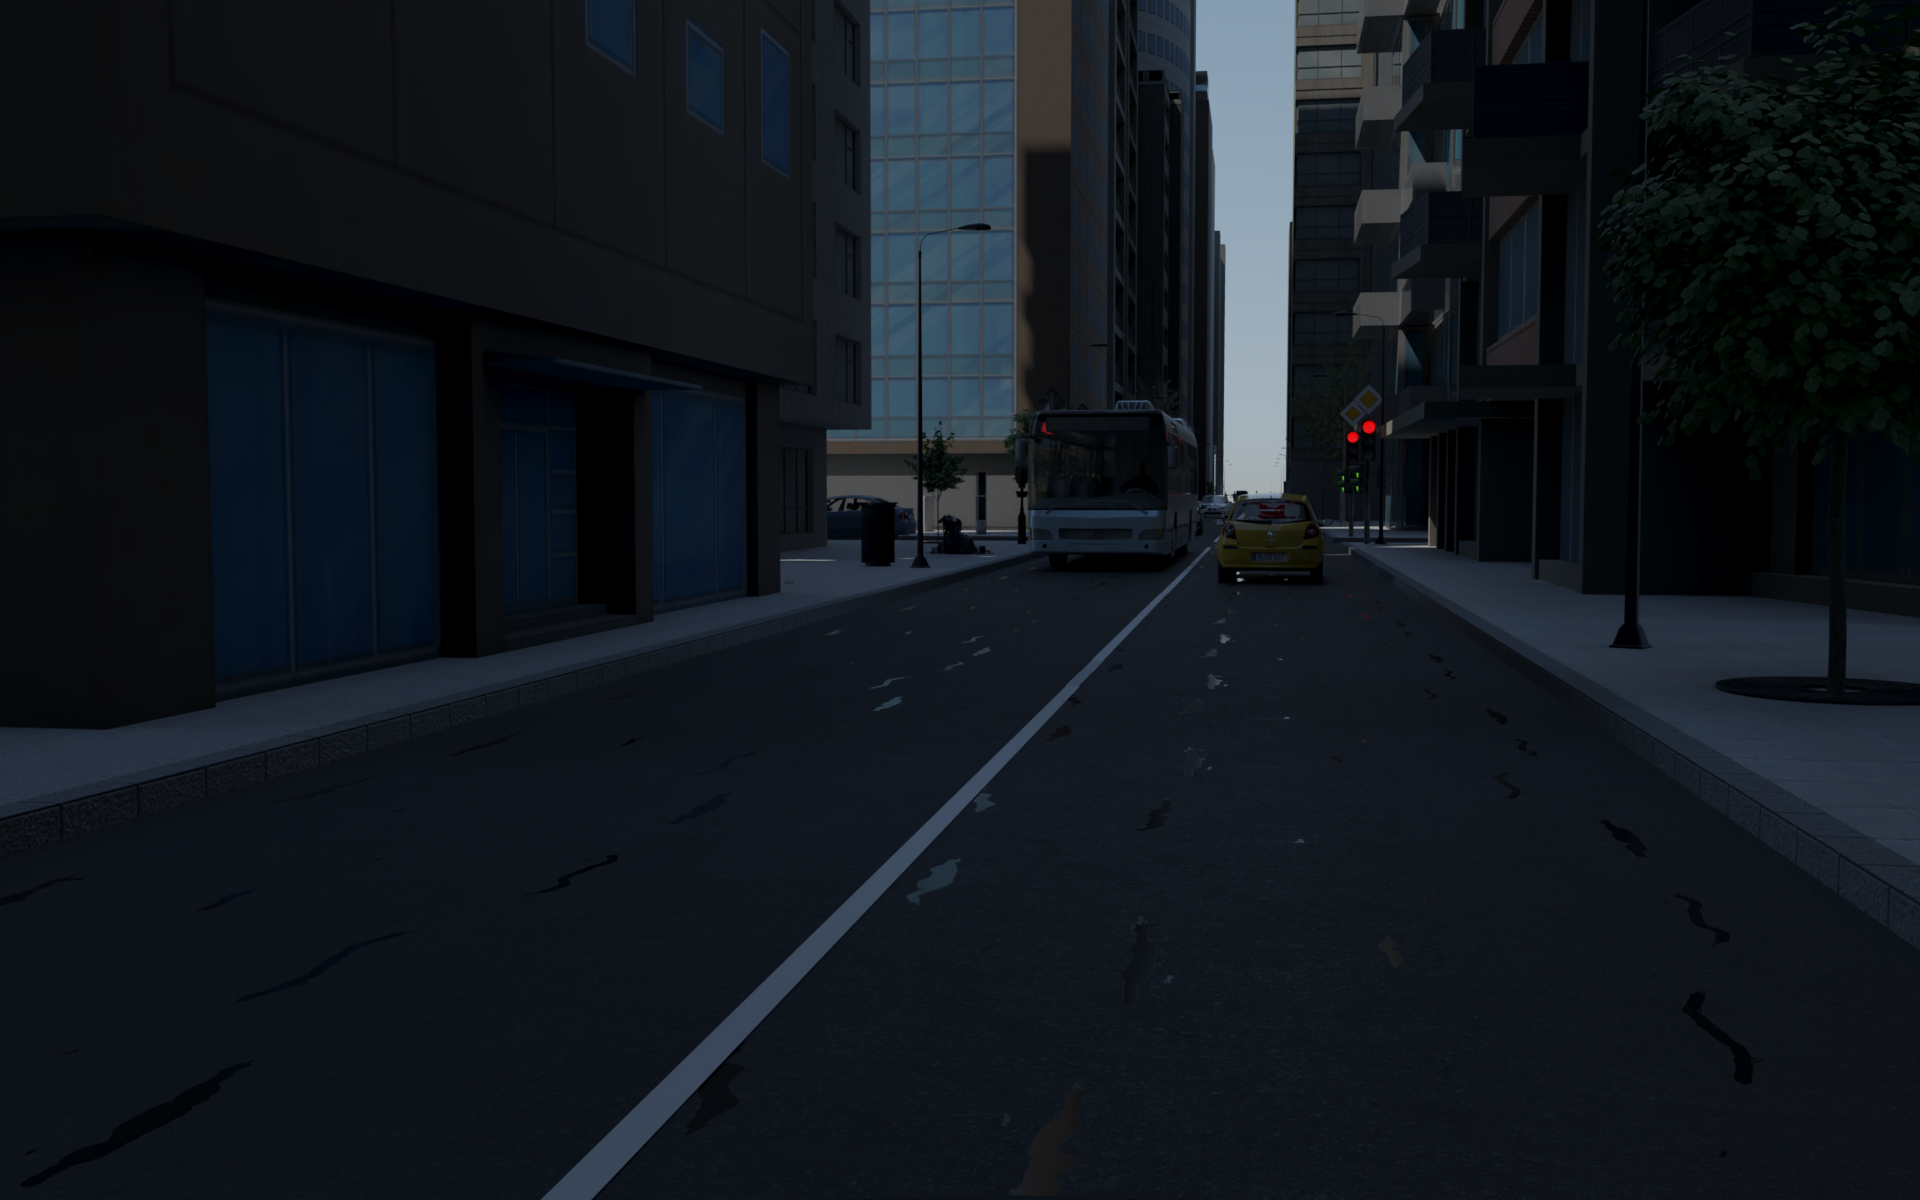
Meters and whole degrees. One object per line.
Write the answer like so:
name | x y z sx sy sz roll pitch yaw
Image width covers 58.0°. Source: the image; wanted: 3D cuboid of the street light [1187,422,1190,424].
street light | 14.114 -8.515 111.763 1.470 5.913 1.316 1 4 10

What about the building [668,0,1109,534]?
building | -1.799 -25.472 66.577 14.600 45.320 14.200 1 4 10

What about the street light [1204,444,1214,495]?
street light | 22.395 -11.430 159.423 1.470 5.913 1.316 1 4 10

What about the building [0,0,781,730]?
building | -9.944 -22.363 15.750 14.600 45.320 14.200 1 4 10

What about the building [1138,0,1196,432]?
building | 8.205 -36.724 142.435 21.231 58.520 28.212 1 4 10

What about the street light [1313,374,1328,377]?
street light | 14.351 -5.784 67.116 1.470 5.913 1.316 1 4 10

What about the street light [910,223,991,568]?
street light | -0.160 -3.509 29.920 1.470 5.913 1.316 1 4 10

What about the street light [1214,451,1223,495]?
street light | 27.589 -13.213 188.576 1.470 5.913 1.316 1 4 10

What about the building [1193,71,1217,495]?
building | 24.659 -56.688 239.518 22.319 86.520 31.000 1 4 10

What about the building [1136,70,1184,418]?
building | 8.005 -21.277 119.577 14.160 30.474 14.107 1 4 10

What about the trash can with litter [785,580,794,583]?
trash can with litter | -3.496 -0.827 24.582 2.233 1.210 1.678 0 4 0

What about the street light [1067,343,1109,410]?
street light | 3.870 -4.948 53.442 1.470 5.913 1.316 1 4 10

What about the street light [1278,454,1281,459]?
street light | 32.683 -12.236 172.595 1.470 5.913 1.316 1 4 10

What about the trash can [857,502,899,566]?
trash can | -1.464 -1.177 30.890 0.748 1.137 0.748 0 3 0

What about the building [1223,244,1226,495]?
building | 35.030 -36.272 276.642 14.154 41.232 14.086 1 4 10

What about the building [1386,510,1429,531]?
building | 29.576 -26.968 60.530 30.456 49.044 23.786 1 4 10

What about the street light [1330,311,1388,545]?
street light | 10.206 -4.377 44.105 1.470 5.913 1.316 1 4 10

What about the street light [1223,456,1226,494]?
street light | 31.371 -14.570 210.767 1.470 5.913 1.316 1 4 10

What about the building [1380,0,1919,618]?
building | 18.846 -22.792 27.282 22.147 44.769 28.867 1 4 10

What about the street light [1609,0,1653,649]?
street light | 5.079 -2.561 14.406 1.470 5.913 1.316 1 4 10

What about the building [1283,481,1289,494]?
building | 64.336 -34.397 254.278 32.217 40.220 23.993 1 4 10

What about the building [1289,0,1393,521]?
building | 24.155 -24.763 88.463 14.154 41.232 14.086 1 4 10

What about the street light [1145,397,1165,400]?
street light | 9.056 -6.737 82.692 1.470 5.913 1.316 1 4 10

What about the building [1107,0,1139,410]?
building | 1.091 -39.925 91.025 20.563 71.187 20.611 1 4 10

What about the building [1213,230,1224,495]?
building | 32.071 -35.404 262.451 14.154 41.232 14.086 1 4 10

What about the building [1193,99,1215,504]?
building | 20.960 -33.268 194.038 14.600 45.320 14.200 1 4 10

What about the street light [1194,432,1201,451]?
street light | 17.243 -9.582 129.204 1.470 5.913 1.316 1 4 10

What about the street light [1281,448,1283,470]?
street light | 27.603 -10.457 143.518 1.470 5.913 1.316 1 4 10

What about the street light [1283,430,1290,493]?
street light | 24.417 -9.377 125.859 1.470 5.913 1.316 1 4 10

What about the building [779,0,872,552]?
building | -9.692 -21.747 39.164 14.086 41.232 14.154 1 4 10

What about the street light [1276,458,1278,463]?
street light | 37.806 -14.013 201.655 1.470 5.913 1.316 1 4 10
